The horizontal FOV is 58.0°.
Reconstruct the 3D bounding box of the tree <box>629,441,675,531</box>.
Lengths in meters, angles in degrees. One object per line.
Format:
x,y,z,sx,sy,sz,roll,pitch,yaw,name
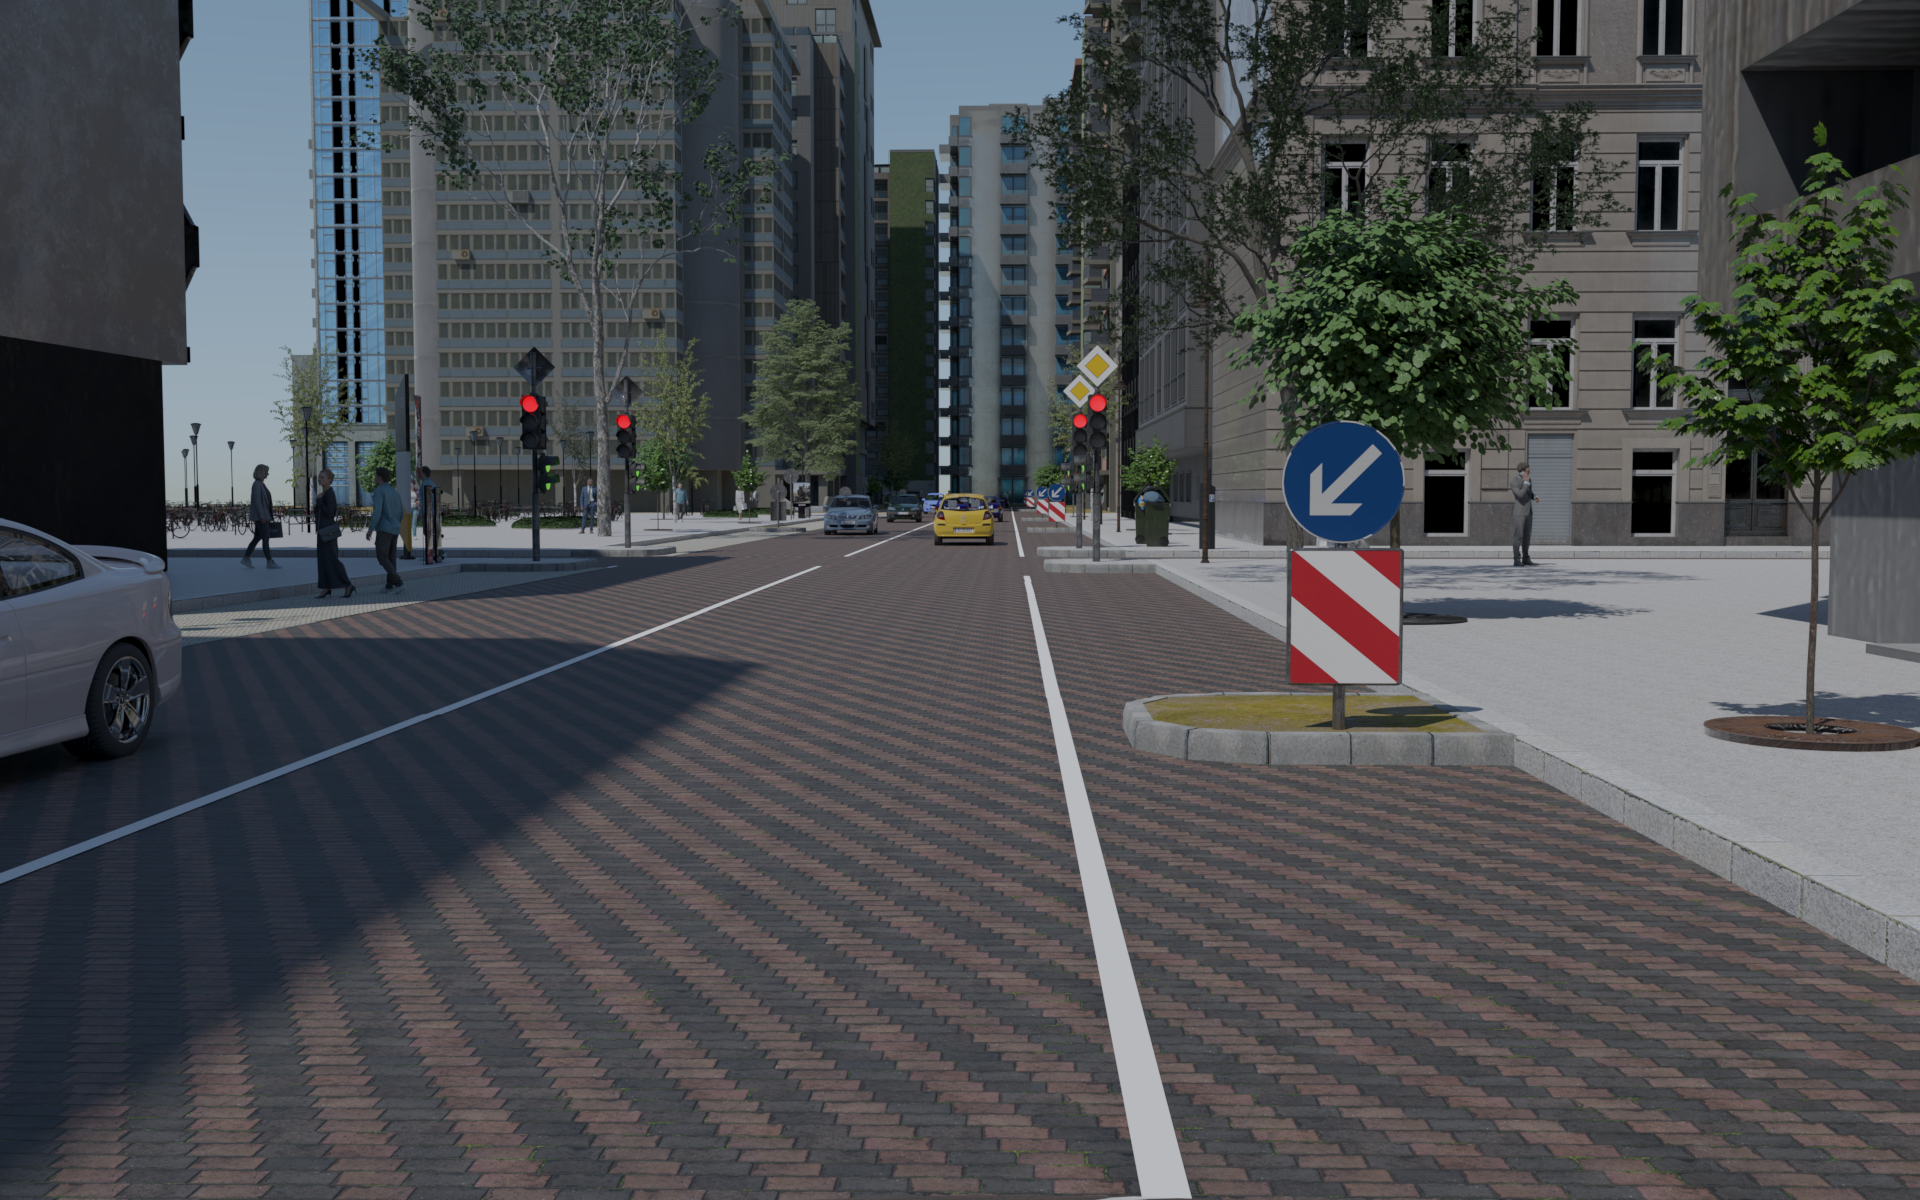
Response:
-10.552,-4.053,60.868,1.663,3.219,1.824,0,3,0,tree

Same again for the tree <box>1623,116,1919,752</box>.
4.342,-0.883,9.046,1.663,3.219,1.824,0,3,0,tree

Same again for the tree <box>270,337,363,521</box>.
-30.675,-8.054,82.045,4.737,8.622,4.395,0,3,0,tree

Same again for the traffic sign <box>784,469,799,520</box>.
-8.421,-5.275,86.359,0.768,2.556,0.104,0,4,7,traffic sign

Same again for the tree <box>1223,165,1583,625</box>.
4.388,-2.071,17.582,4.285,4.588,4.351,0,3,0,tree

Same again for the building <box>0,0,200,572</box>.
-21.542,-9.516,23.039,16.811,18.784,16.820,0,4,2,building

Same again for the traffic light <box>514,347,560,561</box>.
-8.089,-2.697,33.023,0.839,4.253,0.868,0,4,2,traffic light

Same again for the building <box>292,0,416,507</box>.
-52.814,-52.984,178.966,31.000,86.520,22.319,0,4,2,building

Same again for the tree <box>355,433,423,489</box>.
-29.587,-6.515,90.232,4.285,4.588,4.351,0,3,0,tree

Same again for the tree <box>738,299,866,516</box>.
-9.199,-11.223,101.620,7.486,12.596,7.792,0,3,0,tree

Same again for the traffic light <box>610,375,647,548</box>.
-7.867,-3.186,41.005,0.839,4.253,0.868,0,4,2,traffic light

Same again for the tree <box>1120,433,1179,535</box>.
6.068,-3.679,54.751,1.663,3.219,1.824,0,3,0,tree

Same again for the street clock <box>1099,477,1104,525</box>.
5.878,-4.166,72.688,0.358,2.002,0.471,-1,4,-8,street clock

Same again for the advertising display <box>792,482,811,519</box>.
-8.286,-5.218,90.535,0.974,1.923,0.123,-1,4,-19,advertising display

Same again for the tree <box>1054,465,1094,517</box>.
6.592,-6.279,97.259,1.663,3.219,1.824,0,3,0,tree

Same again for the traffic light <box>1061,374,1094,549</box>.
2.791,-3.168,40.724,0.839,4.253,0.868,0,4,2,traffic light

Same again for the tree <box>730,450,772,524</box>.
-9.276,-4.942,75.398,1.663,3.219,1.824,0,3,0,tree

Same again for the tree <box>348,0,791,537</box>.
-11.356,-11.898,50.427,12.611,20.169,13.585,0,3,0,tree

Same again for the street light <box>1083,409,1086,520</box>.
6.208,-6.944,86.315,0.468,5.910,1.993,0,4,2,street light

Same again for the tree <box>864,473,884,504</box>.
-7.339,-9.170,144.531,1.663,3.219,1.824,0,3,0,tree

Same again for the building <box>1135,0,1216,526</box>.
14.746,-16.697,66.509,14.314,27.812,24.014,0,4,2,building

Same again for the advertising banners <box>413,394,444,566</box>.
-9.663,-2.158,31.477,0.090,3.025,2.074,0,4,-4,advertising banners

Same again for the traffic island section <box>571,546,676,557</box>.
-7.906,-1.154,41.141,2.009,0.180,2.903,0,4,2,traffic island section

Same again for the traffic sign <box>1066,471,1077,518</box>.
6.189,-5.776,94.543,0.768,2.556,0.104,1,4,8,traffic sign

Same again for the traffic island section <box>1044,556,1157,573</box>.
2.608,-0.647,32.855,2.009,0.180,2.903,0,4,2,traffic island section

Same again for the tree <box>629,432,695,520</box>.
-14.991,-6.321,87.055,4.285,4.588,4.351,0,3,0,tree

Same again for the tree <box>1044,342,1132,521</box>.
6.109,-8.113,83.016,4.737,8.622,4.395,0,3,0,tree

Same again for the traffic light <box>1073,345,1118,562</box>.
2.568,-2.680,32.742,0.839,4.253,0.868,0,4,2,traffic light

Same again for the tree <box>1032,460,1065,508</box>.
8.484,-11.050,164.381,4.285,4.588,4.351,0,3,0,tree

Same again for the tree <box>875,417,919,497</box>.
-6.290,-13.115,164.793,4.737,8.622,4.395,0,3,0,tree

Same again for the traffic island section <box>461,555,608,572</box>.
-8.129,-0.665,33.159,2.009,0.180,2.903,0,4,2,traffic island section

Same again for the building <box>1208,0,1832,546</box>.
19.773,-15.294,47.322,25.104,27.353,12.463,0,4,2,building

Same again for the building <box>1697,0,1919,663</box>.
13.129,-14.682,11.745,14.160,30.474,14.107,0,4,2,building

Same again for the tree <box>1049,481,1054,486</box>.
7.781,-8.637,135.808,1.663,3.219,1.824,0,3,0,tree

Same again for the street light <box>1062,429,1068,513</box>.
6.966,-8.681,114.721,0.468,5.910,1.993,0,4,2,street light

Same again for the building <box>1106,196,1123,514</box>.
15.141,-16.451,105.131,11.583,22.565,21.152,0,4,2,building

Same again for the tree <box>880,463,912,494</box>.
-6.573,-12.005,179.998,4.285,4.588,4.351,0,3,0,tree

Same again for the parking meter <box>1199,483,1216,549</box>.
5.752,-1.949,40.274,0.372,1.533,0.369,0,3,0,parking meter

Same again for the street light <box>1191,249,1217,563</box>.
4.559,-3.624,32.040,0.468,5.910,1.993,0,4,2,street light

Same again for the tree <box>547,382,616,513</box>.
-25.117,-9.997,113.815,4.360,8.622,3.978,0,3,0,tree

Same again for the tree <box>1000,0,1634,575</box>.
4.617,-5.444,23.425,8.767,10.594,7.601,0,4,7,tree

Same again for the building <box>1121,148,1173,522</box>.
14.783,-15.717,86.651,12.332,23.373,15.834,0,4,2,building

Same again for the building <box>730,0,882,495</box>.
-22.604,-35.855,175.471,27.495,52.752,28.713,0,4,2,building

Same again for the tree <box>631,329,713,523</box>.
-12.683,-7.718,76.555,4.737,8.622,4.395,0,3,0,tree

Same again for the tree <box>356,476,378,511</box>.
-33.558,-6.350,98.426,1.663,3.219,1.824,0,3,0,tree

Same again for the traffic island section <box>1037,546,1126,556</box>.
2.831,-1.135,40.837,2.009,0.180,2.903,0,4,2,traffic island section

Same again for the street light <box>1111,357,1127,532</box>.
5.324,-5.210,57.973,0.468,5.910,1.993,0,4,2,street light
